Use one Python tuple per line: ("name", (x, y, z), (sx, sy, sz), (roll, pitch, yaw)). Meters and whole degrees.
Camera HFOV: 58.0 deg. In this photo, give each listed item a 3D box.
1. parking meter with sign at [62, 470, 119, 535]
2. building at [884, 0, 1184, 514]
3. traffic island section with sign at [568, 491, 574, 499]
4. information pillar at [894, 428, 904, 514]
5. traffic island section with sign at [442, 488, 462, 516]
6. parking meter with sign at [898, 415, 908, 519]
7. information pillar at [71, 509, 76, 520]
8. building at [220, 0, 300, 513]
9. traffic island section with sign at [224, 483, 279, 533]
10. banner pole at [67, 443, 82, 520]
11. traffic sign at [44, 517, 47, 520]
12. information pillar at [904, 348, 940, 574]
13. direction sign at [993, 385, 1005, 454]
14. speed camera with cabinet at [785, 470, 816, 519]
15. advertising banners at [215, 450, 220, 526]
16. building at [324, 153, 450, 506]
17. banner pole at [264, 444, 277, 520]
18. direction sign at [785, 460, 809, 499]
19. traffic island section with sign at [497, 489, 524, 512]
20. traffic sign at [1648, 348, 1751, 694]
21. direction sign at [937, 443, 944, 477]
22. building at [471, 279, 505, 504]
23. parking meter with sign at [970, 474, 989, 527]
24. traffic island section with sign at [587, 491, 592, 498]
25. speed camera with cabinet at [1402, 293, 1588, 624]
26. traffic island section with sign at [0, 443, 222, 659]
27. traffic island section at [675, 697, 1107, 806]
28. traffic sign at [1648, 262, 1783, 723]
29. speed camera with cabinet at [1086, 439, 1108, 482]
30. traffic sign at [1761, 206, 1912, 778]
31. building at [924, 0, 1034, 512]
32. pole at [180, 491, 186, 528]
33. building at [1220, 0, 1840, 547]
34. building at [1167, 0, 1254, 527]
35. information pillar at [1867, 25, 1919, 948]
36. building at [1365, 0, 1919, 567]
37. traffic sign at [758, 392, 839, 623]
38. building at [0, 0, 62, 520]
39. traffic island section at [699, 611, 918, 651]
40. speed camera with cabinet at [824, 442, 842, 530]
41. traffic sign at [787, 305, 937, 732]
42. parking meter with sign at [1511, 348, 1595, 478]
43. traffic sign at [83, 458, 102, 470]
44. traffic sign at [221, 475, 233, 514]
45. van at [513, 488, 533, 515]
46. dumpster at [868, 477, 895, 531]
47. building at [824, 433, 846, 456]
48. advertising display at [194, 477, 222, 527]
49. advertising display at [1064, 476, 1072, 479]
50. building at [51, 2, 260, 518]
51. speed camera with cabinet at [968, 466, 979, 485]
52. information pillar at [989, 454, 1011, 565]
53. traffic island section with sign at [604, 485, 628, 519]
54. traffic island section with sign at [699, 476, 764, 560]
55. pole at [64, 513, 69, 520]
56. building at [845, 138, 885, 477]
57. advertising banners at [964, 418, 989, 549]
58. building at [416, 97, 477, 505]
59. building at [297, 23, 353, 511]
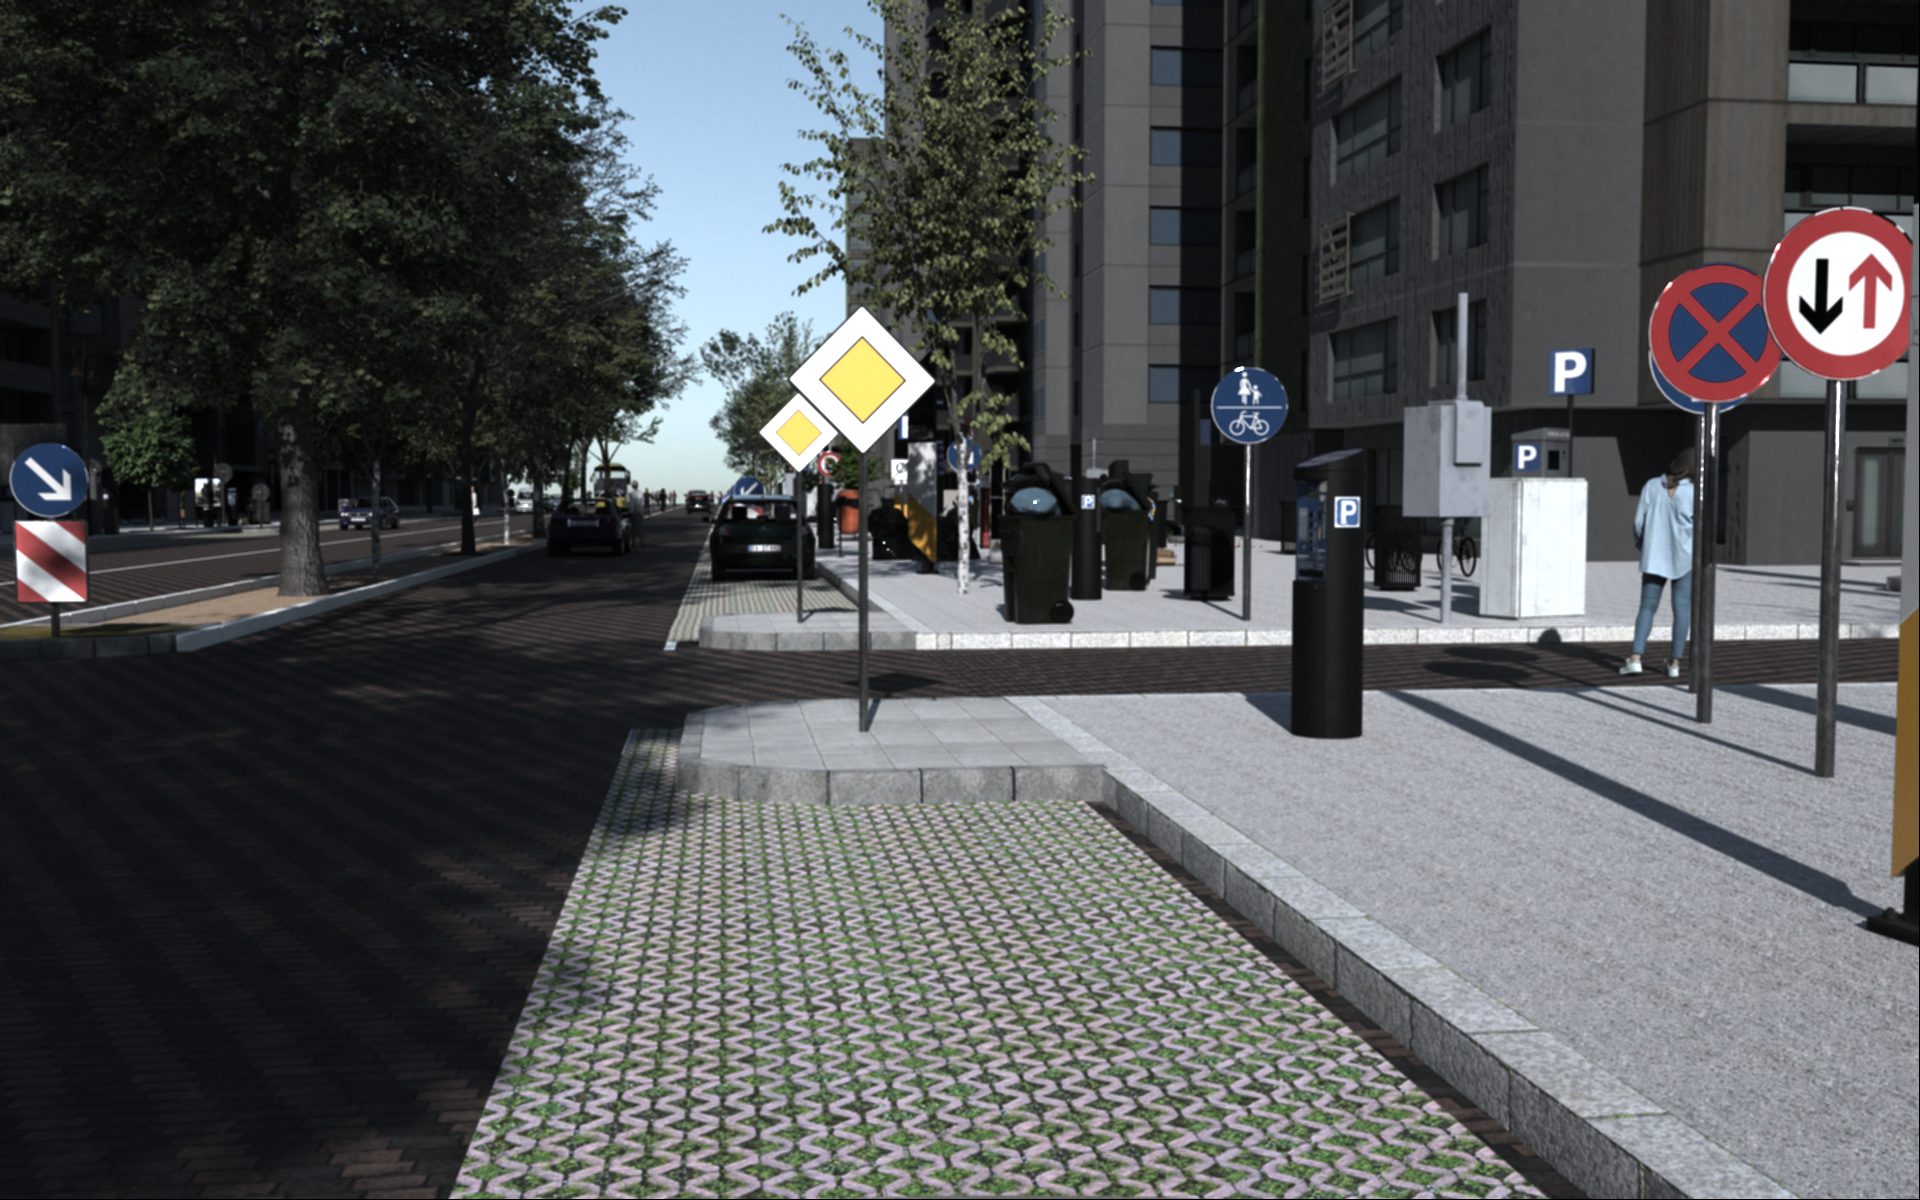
("parking meter with sign", (-27.625, -3.586, 54.891), (1.738, 3.016, 0.543), (0, 4, -2))
("building", (4.253, -36.800, 143.683), (21.231, 58.520, 28.212), (0, 4, -8))
("traffic island section with sign", (-43.883, -11.437, 195.626), (1.989, 1.847, 2.006), (0, 4, -8))
("information pillar", (-1.739, -3.749, 52.645), (0.504, 3.616, 0.183), (0, 4, 5))
("traffic island section with sign", (-32.633, -6.377, 112.889), (1.989, 1.847, 2.006), (0, 4, -8))
("parking meter with sign", (-0.896, -2.510, 37.295), (0.543, 3.016, 1.738), (-1, 4, -14))
("information pillar", (-40.808, -4.611, 79.877), (0.304, 2.012, 0.304), (-3, 5, -42))
("building", (-54.763, -28.765, 120.423), (14.600, 45.320, 14.200), (0, 4, -8))
("traffic island section with sign", (-26.038, -3.405, 64.295), (1.989, 1.847, 2.006), (0, 4, -8))
("banner pole", (-43.370, -5.795, 84.760), (0.863, 3.779, 0.401), (-1, 4, -20))
("traffic sign", (-27.477, -3.174, 51.999), (0.768, 2.556, 0.104), (0, 4, -1))
("information pillar", (-0.590, -2.228, 27.776), (0.504, 3.616, 0.183), (2, 4, 25))
("direction sign", (0.811, -2.714, 36.376), (0.379, 3.537, 0.876), (1, 4, 16))
("speed camera with cabinet", (-8.010, -5.701, 87.554), (0.660, 3.252, 2.038), (-2, 4, -33))
("advertising banners", (-29.623, -4.456, 69.049), (0.090, 3.025, 2.074), (-1, 4, -20))
("building", (-63.621, -30.769, 186.660), (14.154, 41.232, 14.086), (0, 4, -8))
("banner pole", (-34.268, -5.870, 85.989), (0.863, 3.779, 0.401), (1, 4, 15))
("direction sign", (-6.078, -4.433, 64.471), (0.876, 3.537, 0.379), (0, 4, -1))
("traffic island section with sign", (-36.325, -8.036, 140.017), (1.989, 1.847, 2.006), (0, 4, -8))
("traffic sign", (4.735, -0.671, 11.076), (0.768, 2.556, 0.104), (0, 4, -3))
("direction sign", (-1.058, -5.206, 77.113), (0.876, 3.537, 0.379), (-3, 5, -40))
("building", (-68.714, -33.473, 230.871), (14.154, 41.232, 14.086), (0, 4, -8))
("parking meter with sign", (0.862, -4.346, 67.313), (0.543, 3.016, 1.738), (2, 4, 33))
("traffic island section with sign", (-47.512, -13.071, 222.337), (1.989, 1.847, 2.006), (0, 4, -8))
("speed camera with cabinet", (5.466, -1.425, 17.635), (2.038, 3.252, 0.660), (-2, 4, -28))
("traffic island section with sign", (-8.176, -0.484, 16.049), (2.006, 1.907, 1.989), (0, 4, -8))
("traffic island section", (-0.500, 0.790, 9.372), (2.009, 0.180, 2.903), (0, 4, -8))
("traffic sign", (4.176, -0.583, 9.644), (0.768, 2.556, 0.104), (0, 4, 0))
("speed camera with cabinet", (4.459, -4.110, 61.542), (0.660, 3.252, 2.038), (3, 5, 44))
("traffic sign", (3.927, -0.470, 7.789), (0.768, 2.556, 0.104), (0, 4, -5))
("building", (9.237, -28.219, 116.012), (22.147, 44.769, 28.867), (0, 4, -8))
("pole", (-29.061, -4.333, 64.693), (0.158, 3.312, 0.155), (0, 3, 0))
("building", (15.159, -22.488, 51.274), (14.154, 41.232, 14.086), (0, 4, -8))
("building", (13.996, -32.902, 79.950), (21.231, 58.520, 28.212), (0, 4, -8))
("information pillar", (2.816, -0.820, 4.758), (0.183, 3.616, 0.504), (-1, 4, -15))
("building", (16.217, -21.509, 35.261), (14.086, 41.232, 14.154), (0, 4, -8))
("traffic sign", (-1.598, -0.829, 17.204), (0.795, 2.450, 0.064), (0, 4, -8))
("building", (-51.903, -27.259, 69.380), (21.300, 48.544, 21.600), (0, 4, -8))
("traffic island section", (-1.576, 0.306, 17.285), (2.009, 0.180, 2.903), (0, 4, -8))
("speed camera with cabinet", (-4.248, -4.190, 62.848), (0.660, 3.252, 2.038), (-2, 4, -29))
("traffic sign", (-0.523, -0.346, 9.292), (0.795, 2.450, 0.064), (0, 4, -8))
("parking meter with sign", (6.774, -1.471, 20.320), (0.543, 3.016, 1.738), (3, 5, 44))
("traffic sign", (-31.082, -3.783, 61.955), (0.768, 2.556, 0.104), (0, 4, -7))
("traffic sign", (-30.540, -4.323, 71.864), (0.795, 2.450, 0.064), (0, 4, -5))
("van", (-30.554, -7.070, 122.598), (2.013, 2.044, 4.112), (-1, 4, -10))
("dumpster", (-2.714, -3.232, 58.601), (1.264, 1.857, 1.865), (0, 4, -8))
("building", (-4.405, -24.115, 239.314), (27.650, 21.520, 28.899), (0, 4, -8))
("advertising display", (-29.166, -3.790, 67.184), (0.974, 1.923, 0.123), (-1, 4, -17))
("advertising display", (3.717, -3.534, 62.999), (0.974, 1.923, 0.123), (0, 4, 0))
("building", (-58.039, -31.163, 98.754), (28.713, 52.752, 27.495), (0, 4, -8))
("speed camera with cabinet", (0.468, -4.656, 70.466), (0.660, 3.252, 2.038), (0, 4, 2))
("information pillar", (0.725, -1.657, 31.581), (0.304, 2.012, 0.304), (1, 4, 22))
("traffic island section with sign", (-18.304, -5.038, 90.505), (2.006, 1.907, 1.989), (0, 4, -8))
("traffic island section with sign", (-4.789, -1.821, 38.405), (1.989, 1.847, 2.006), (0, 4, -8))
("pole", (-44.768, -5.676, 86.640), (0.158, 3.312, 0.155), (0, 3, 0))
("building", (-6.416, -31.735, 202.465), (14.154, 41.232, 14.086), (0, 4, -8))
("advertising banners", (0.628, -2.729, 40.812), (0.090, 3.025, 2.074), (2, 4, 31))
("building", (-71.759, -35.972, 207.753), (23.786, 49.044, 30.456), (0, 4, -8))
("building", (-60.116, -42.703, 136.441), (20.563, 71.187, 20.611), (0, 4, -8))
